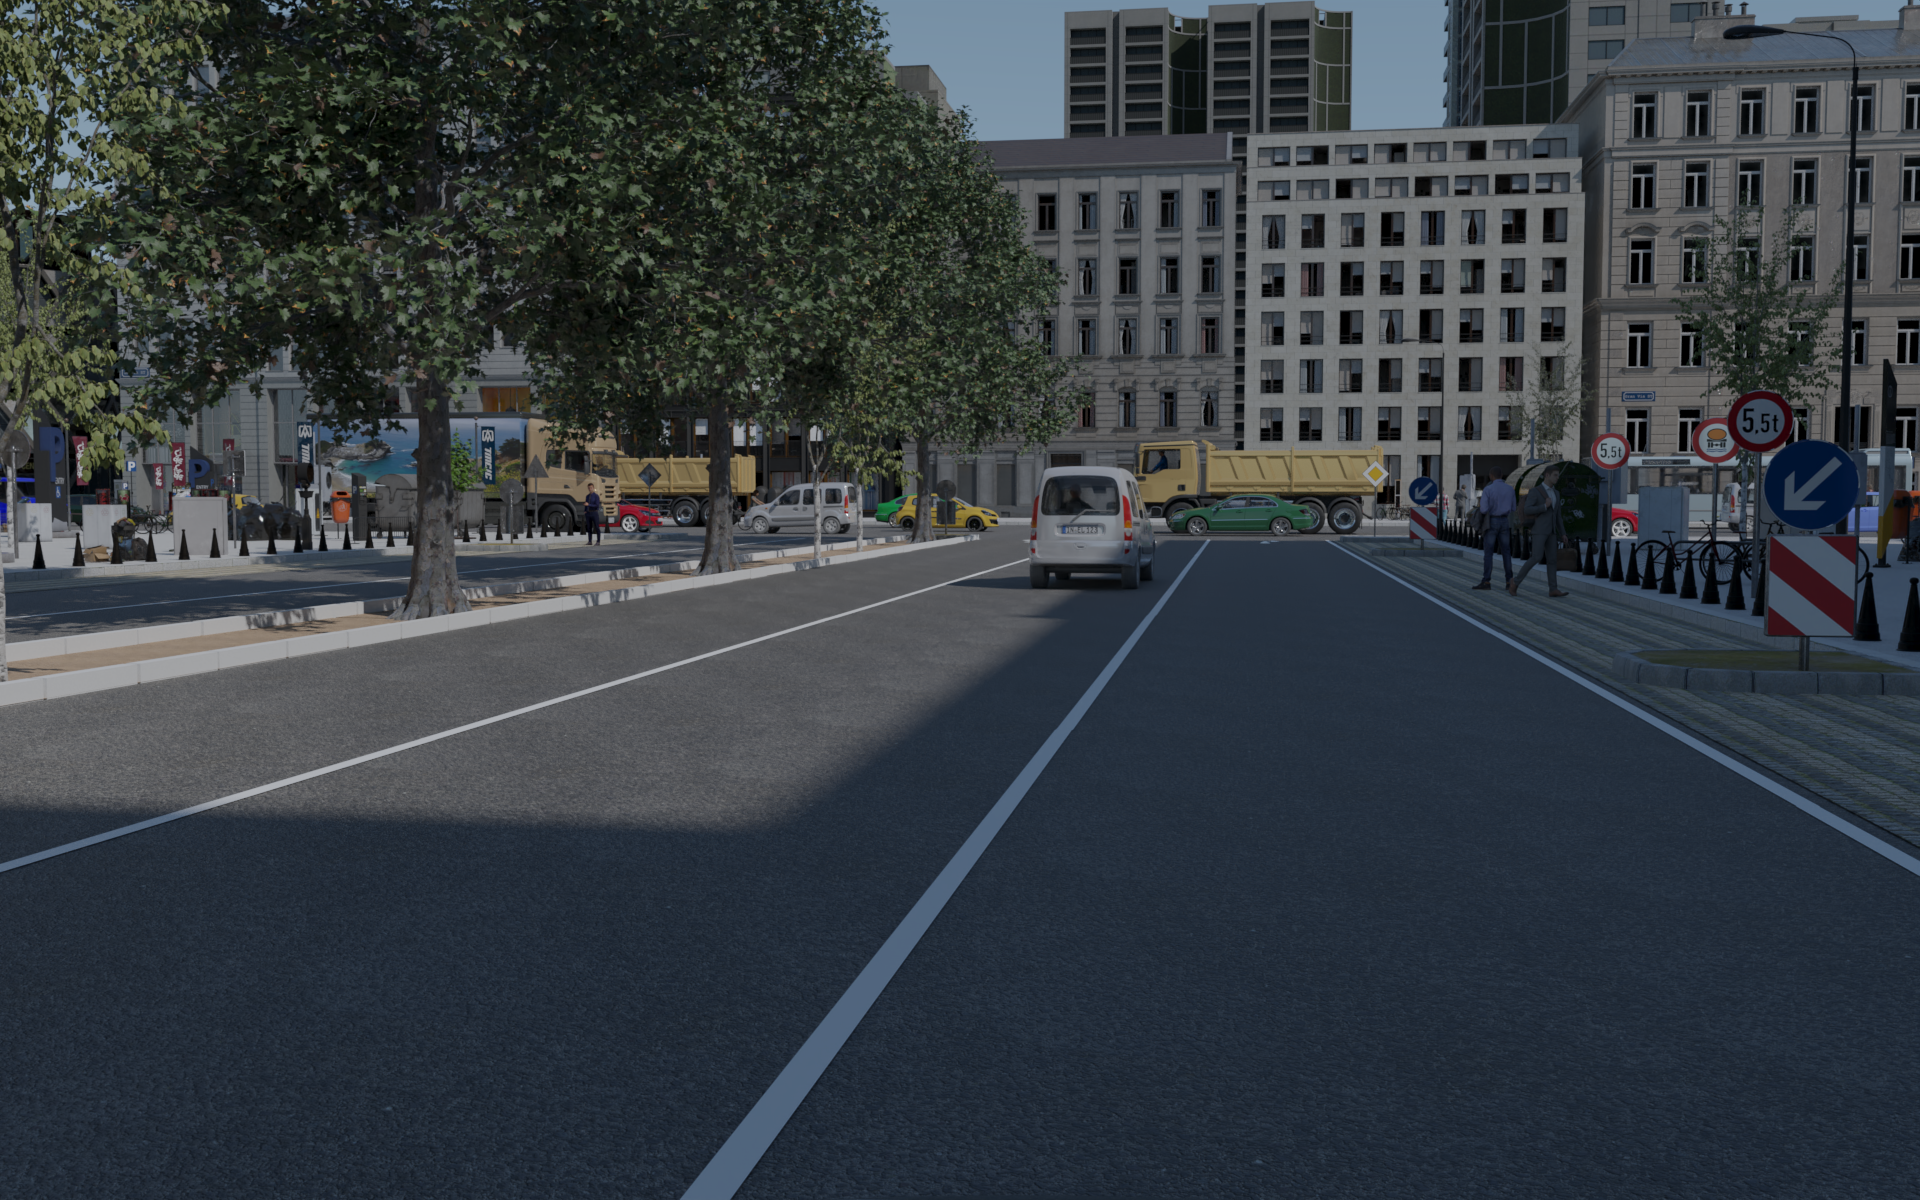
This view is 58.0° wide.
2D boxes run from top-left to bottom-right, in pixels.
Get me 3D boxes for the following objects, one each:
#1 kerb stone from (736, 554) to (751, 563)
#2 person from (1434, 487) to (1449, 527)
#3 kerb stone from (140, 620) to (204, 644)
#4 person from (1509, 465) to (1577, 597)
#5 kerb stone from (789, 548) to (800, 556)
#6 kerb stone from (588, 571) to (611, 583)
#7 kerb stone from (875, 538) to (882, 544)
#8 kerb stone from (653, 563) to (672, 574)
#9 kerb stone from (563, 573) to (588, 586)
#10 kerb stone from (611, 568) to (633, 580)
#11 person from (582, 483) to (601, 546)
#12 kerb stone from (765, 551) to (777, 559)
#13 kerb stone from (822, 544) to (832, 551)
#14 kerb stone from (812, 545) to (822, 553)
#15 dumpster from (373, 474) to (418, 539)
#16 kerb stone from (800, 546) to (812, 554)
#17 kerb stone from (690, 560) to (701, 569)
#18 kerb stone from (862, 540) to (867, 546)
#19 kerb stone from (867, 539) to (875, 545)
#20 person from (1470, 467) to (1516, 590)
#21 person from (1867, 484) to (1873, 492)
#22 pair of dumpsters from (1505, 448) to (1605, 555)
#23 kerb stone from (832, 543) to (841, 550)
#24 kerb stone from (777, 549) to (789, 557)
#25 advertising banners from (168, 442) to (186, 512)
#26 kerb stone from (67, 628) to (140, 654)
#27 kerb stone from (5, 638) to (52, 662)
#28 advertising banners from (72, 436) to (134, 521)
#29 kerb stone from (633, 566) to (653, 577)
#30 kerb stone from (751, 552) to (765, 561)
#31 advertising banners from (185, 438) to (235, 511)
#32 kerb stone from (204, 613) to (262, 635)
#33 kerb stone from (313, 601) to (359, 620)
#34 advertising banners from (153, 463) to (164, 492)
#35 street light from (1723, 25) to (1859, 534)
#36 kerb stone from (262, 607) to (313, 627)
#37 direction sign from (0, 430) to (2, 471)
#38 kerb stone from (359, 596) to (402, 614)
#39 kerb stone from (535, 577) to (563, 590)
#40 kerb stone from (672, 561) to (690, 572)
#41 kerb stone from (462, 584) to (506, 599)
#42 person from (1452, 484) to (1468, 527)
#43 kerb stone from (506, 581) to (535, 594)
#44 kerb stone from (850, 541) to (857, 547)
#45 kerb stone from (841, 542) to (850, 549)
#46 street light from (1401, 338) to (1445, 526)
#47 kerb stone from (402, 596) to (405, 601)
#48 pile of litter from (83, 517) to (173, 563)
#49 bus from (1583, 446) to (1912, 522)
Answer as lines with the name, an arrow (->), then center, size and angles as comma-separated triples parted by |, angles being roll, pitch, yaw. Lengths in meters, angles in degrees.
kerb stone -> -4.613, -0.856, 36.198 | 0.120, 0.150, 1.000 | 1, 4, 9
person -> 17.773, -3.339, 63.930 | 0.563, 1.720, 0.643 | 1, 4, 12
kerb stone -> -7.771, 0.326, 16.931 | 0.120, 0.150, 1.000 | 1, 4, 9
person -> 8.084, -0.951, 24.007 | 0.622, 1.834, 0.822 | -3, 5, -40
kerb stone -> -3.951, -1.104, 40.252 | 0.120, 0.150, 1.000 | 1, 4, 9
kerb stone -> -5.938, -0.361, 28.092 | 0.120, 0.150, 1.000 | 1, 4, 9
kerb stone -> -2.457, -1.663, 49.383 | 0.120, 0.150, 1.000 | 1, 4, 9
kerb stone -> -5.445, -0.547, 31.135 | 0.120, 0.150, 1.000 | 1, 4, 9
kerb stone -> -6.105, -0.296, 27.066 | 0.120, 0.150, 1.000 | 1, 4, 9
kerb stone -> -5.768, -0.422, 29.103 | 0.120, 0.150, 1.000 | 1, 4, 9
person -> -10.231, -2.369, 47.940 | 0.576, 1.737, 0.504 | 1, 4, 22
kerb stone -> -4.286, -0.976, 38.225 | 0.120, 0.150, 1.000 | 1, 4, 9
kerb stone -> -3.449, -1.291, 43.300 | 0.120, 0.150, 1.000 | 1, 4, 9
kerb stone -> -3.615, -1.228, 42.280 | 0.120, 0.150, 1.000 | 1, 4, 9
dumpster -> -16.013, -2.714, 50.126 | 1.264, 1.857, 1.865 | 1, 4, 9
kerb stone -> -3.775, -1.166, 41.267 | 0.120, 0.150, 1.000 | 1, 4, 9
kerb stone -> -5.105, -0.668, 33.161 | 0.120, 0.150, 1.000 | 1, 4, 9
kerb stone -> -2.781, -1.538, 47.348 | 0.120, 0.150, 1.000 | 1, 4, 9
kerb stone -> -2.620, -1.600, 48.362 | 0.120, 0.150, 1.000 | 1, 4, 9
person -> 7.952, -1.069, 25.840 | 0.709, 1.838, 0.599 | -1, 4, -10
person -> 35.838, -3.668, 68.449 | 0.573, 1.828, 0.580 | -1, 4, -20
pair of dumpsters -> 13.211, -2.211, 38.638 | 1.574, 2.255, 4.437 | 1, 4, 9
kerb stone -> -3.279, -1.352, 44.312 | 0.120, 0.150, 1.000 | 1, 4, 9
kerb stone -> -4.110, -1.042, 39.238 | 0.120, 0.150, 1.000 | 1, 4, 9
advertising banners -> -25.610, -3.812, 58.516 | 2.074, 3.025, 0.090 | 0, 4, -7
kerb stone -> -7.927, 0.384, 15.913 | 0.120, 0.150, 1.000 | 1, 4, 9
kerb stone -> -8.093, 0.446, 14.901 | 0.120, 0.150, 1.000 | 1, 4, 9
advertising banners -> -26.180, -3.470, 52.928 | 0.090, 3.025, 2.074 | 2, 4, 25
kerb stone -> -5.605, -0.485, 30.120 | 0.120, 0.150, 1.000 | 1, 4, 9
kerb stone -> -4.447, -0.918, 37.211 | 0.120, 0.150, 1.000 | 1, 4, 9
advertising banners -> -23.726, -3.597, 54.994 | 2.074, 3.025, 0.090 | 2, 4, 27
kerb stone -> -7.597, 0.261, 17.948 | 0.120, 0.150, 1.000 | 1, 4, 9
kerb stone -> -7.269, 0.136, 19.973 | 0.120, 0.150, 1.000 | 1, 4, 9
advertising banners -> -44.588, -6.239, 98.191 | 2.074, 3.025, 0.090 | -2, 4, -25
street light -> 8.259, -2.734, 17.246 | 1.470, 5.913, 1.316 | 1, 4, 9
kerb stone -> -7.428, 0.198, 18.960 | 0.120, 0.150, 1.000 | 1, 4, 9
direction sign -> -32.539, -4.054, 58.283 | 0.379, 3.537, 0.876 | 0, 4, 7
kerb stone -> -7.093, 0.074, 20.984 | 0.120, 0.150, 1.000 | 1, 4, 9
kerb stone -> -6.264, -0.227, 26.054 | 0.120, 0.150, 1.000 | 1, 4, 9
kerb stone -> -5.272, -0.609, 32.146 | 0.120, 0.150, 1.000 | 1, 4, 9
kerb stone -> -6.598, -0.108, 24.028 | 0.120, 0.150, 1.000 | 1, 4, 9
person -> 21.560, -4.059, 74.678 | 0.655, 1.846, 0.447 | 2, 4, 27
kerb stone -> -6.439, -0.168, 25.043 | 0.120, 0.150, 1.000 | 1, 4, 9
kerb stone -> -2.942, -1.476, 46.335 | 0.120, 0.150, 1.000 | 1, 4, 9
kerb stone -> -3.120, -1.408, 45.325 | 0.120, 0.150, 1.000 | 1, 4, 9
street light -> 13.811, -4.837, 51.621 | 1.470, 5.913, 1.316 | 1, 4, 9
kerb stone -> -6.932, 0.012, 22.001 | 0.120, 0.150, 1.000 | 1, 4, 9
pile of litter -> -16.203, -1.166, 33.031 | 1.176, 0.858, 1.719 | 2, 4, 24
bus -> 31.784, -4.700, 71.711 | 13.247, 3.499, 2.948 | 1, 4, 11
